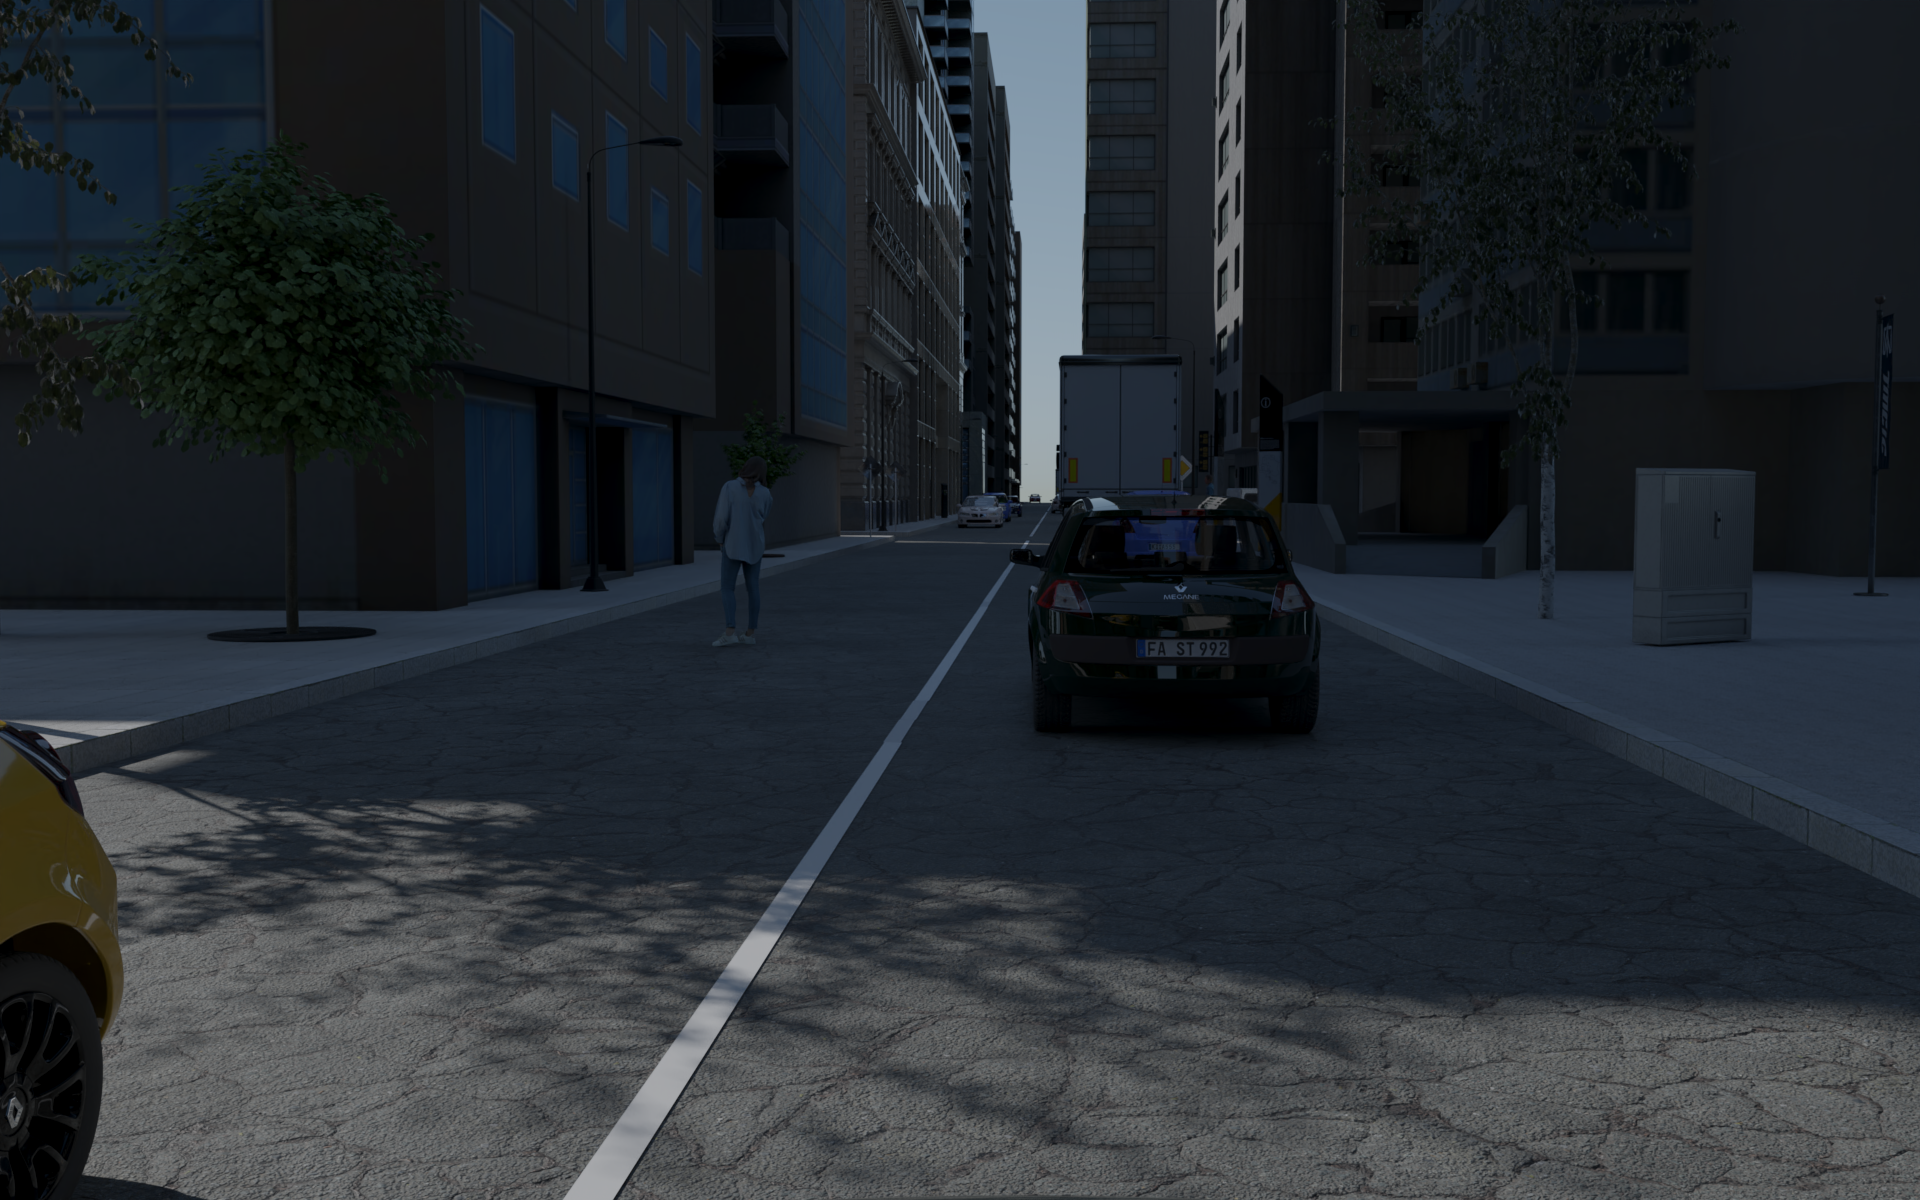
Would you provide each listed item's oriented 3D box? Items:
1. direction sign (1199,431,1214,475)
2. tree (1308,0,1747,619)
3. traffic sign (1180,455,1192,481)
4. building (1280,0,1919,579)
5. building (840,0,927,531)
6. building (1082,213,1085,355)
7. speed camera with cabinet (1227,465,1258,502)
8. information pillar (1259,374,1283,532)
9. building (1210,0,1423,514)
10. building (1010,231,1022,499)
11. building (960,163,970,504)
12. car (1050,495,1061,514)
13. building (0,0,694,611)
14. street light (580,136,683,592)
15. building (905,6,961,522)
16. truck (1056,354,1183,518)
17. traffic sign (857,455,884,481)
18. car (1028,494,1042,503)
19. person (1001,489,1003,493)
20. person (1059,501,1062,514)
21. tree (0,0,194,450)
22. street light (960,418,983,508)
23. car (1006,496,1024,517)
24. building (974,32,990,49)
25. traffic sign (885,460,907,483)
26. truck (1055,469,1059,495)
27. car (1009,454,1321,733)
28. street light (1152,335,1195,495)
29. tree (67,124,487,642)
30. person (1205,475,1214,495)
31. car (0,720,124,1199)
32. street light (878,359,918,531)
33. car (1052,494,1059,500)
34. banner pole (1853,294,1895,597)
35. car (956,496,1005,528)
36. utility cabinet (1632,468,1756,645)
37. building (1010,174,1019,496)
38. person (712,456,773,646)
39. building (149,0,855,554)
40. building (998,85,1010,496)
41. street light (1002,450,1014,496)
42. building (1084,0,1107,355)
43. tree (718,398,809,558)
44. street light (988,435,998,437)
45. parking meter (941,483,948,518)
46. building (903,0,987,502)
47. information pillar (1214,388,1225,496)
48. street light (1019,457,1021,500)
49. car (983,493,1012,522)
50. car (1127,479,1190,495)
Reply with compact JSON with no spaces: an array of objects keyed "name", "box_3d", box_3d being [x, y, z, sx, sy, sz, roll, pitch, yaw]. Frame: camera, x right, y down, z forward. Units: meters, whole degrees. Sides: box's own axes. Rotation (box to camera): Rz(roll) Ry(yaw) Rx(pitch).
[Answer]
[{"name":"direction sign","box_3d":[8.972,-4.278,61.944,0.876,3.537,0.379,0,4,5]},{"name":"tree","box_3d":[5.798,-4.112,17.594,4.360,8.622,3.978,0,3,0]},{"name":"traffic sign","box_3d":[6.587,-3.003,51.287,0.795,2.593,0.064,0,4,3]},{"name":"building","box_3d":[22.489,-20.836,32.554,32.217,40.220,23.993,0,4,3]},{"name":"building","box_3d":[-7.553,-14.694,69.123,11.050,23.489,19.941,0,4,3]},{"name":"building","box_3d":[30.570,-40.225,281.386,21.300,48.544,21.600,0,4,3]},{"name":"speed camera with cabinet","box_3d":[8.646,-3.435,50.493,2.038,3.252,0.660,-3,5,-41]},{"name":"information pillar","box_3d":[6.034,-2.592,33.726,0.504,3.616,0.183,3,5,40]},{"name":"building","box_3d":[16.714,-17.771,62.263,14.107,30.474,14.160,0,4,3]},{"name":"building","box_3d":[3.136,-38.882,285.836,14.600,45.320,14.200,0,4,3]},{"name":"building","box_3d":[-6.465,-20.622,123.068,13.634,28.700,20.117,0,4,3]},{"name":"car","box_3d":[7.716,-7.112,128.634,2.083,1.381,4.827,0,4,2]},{"name":"building","box_3d":[-11.880,-22.905,24.610,14.600,45.320,14.200,0,4,3]},{"name":"street light","box_3d":[-4.291,-3.066,22.665,1.470,5.913,1.316,0,4,3]},{"name":"building","box_3d":[-10.569,-17.843,96.244,19.350,26.468,34.151,0,4,3]},{"name":"truck","box_3d":[3.600,-3.152,40.447,2.839,4.237,11.283,0,4,4]},{"name":"traffic sign","box_3d":[-2.691,-3.036,51.836,0.795,2.593,0.064,0,4,3]},{"name":"car","box_3d":[11.774,-16.070,271.785,2.155,1.783,4.494,0,4,3]},{"name":"person","box_3d":[4.168,-10.290,174.269,0.705,1.826,1.348,0,4,-1]},{"name":"person","box_3d":[7.326,-7.098,124.514,0.622,1.834,0.822,3,5,40]},{"name":"tree","box_3d":[-5.870,-3.617,9.504,4.360,8.622,3.978,0,3,0]},{"name":"street light","box_3d":[0.620,-8.142,105.665,1.470,5.913,1.316,0,4,3]},{"name":"car","box_3d":[3.035,-5.890,108.888,1.945,1.354,3.894,0,4,3]},{"name":"building","box_3d":[-7.420,-33.812,176.530,21.300,48.544,21.600,0,4,3]},{"name":"traffic sign","box_3d":[-2.235,-3.524,59.808,0.795,2.593,0.064,0,4,3]},{"name":"truck","box_3d":[12.232,-12.803,198.237,2.839,4.237,11.283,0,4,4]},{"name":"car","box_3d":[1.335,-0.123,11.798,2.009,1.686,4.222,0,4,2]},{"name":"street light","box_3d":[6.311,-4.788,50.822,1.470,5.913,1.316,0,4,3]},{"name":"tree","box_3d":[-5.960,-1.945,15.514,4.285,4.588,4.351,0,3,0]},{"name":"person","box_3d":[6.502,-2.336,44.579,0.444,1.785,0.601,2,4,34]},{"name":"car","box_3d":[-2.696,0.510,1.890,2.015,1.641,3.980,0,4,5]},{"name":"street light","box_3d":[-2.127,-5.326,59.625,1.470,5.913,1.316,0,4,3]},{"name":"car","box_3d":[9.395,-9.005,157.453,2.015,1.641,3.980,0,4,4]},{"name":"banner pole","box_3d":[11.445,-1.927,21.531,0.401,3.779,0.863,1,4,14]},{"name":"car","box_3d":[0.905,-3.814,74.717,2.083,1.381,4.827,0,4,3]},{"name":"utility cabinet","box_3d":[6.307,-0.377,14.851,1.173,1.500,0.318,-2,4,-29]},{"name":"building","box_3d":[-2.927,-39.397,263.746,23.786,49.044,30.456,0,4,3]},{"name":"person","box_3d":[-2.070,-0.471,16.461,0.793,1.790,0.793,2,4,25]},{"name":"building","box_3d":[-10.707,-24.169,45.274,14.200,45.320,14.600,0,4,3]},{"name":"building","box_3d":[-5.224,-35.125,198.000,21.300,48.544,21.600,0,4,3]},{"name":"street light","box_3d":[4.976,-12.873,183.016,1.470,5.913,1.316,0,4,3]},{"name":"building","box_3d":[13.183,-24.564,85.218,14.154,41.232,14.086,0,4,3]},{"name":"tree","box_3d":[-4.188,-2.487,35.258,1.663,3.219,1.824,0,3,0]},{"name":"street light","box_3d":[2.298,-10.020,136.373,1.470,5.913,1.316,0,4,3]},{"name":"parking meter","box_3d":[-0.833,-5.309,92.509,0.255,1.863,0.399,-1,4,-21]},{"name":"building","box_3d":[-8.559,-51.160,149.142,22.319,86.520,31.000,0,4,3]},{"name":"information pillar","box_3d":[5.766,-2.890,38.599,0.183,3.616,0.504,2,4,26]},{"name":"street light","box_3d":[7.062,-15.101,219.448,1.470,5.913,1.316,0,4,3]},{"name":"car","box_3d":[1.773,-4.915,89.949,1.945,1.707,3.694,0,4,4]},{"name":"car","box_3d":[3.627,-1.366,31.931,1.945,1.707,3.694,0,4,2]}]
